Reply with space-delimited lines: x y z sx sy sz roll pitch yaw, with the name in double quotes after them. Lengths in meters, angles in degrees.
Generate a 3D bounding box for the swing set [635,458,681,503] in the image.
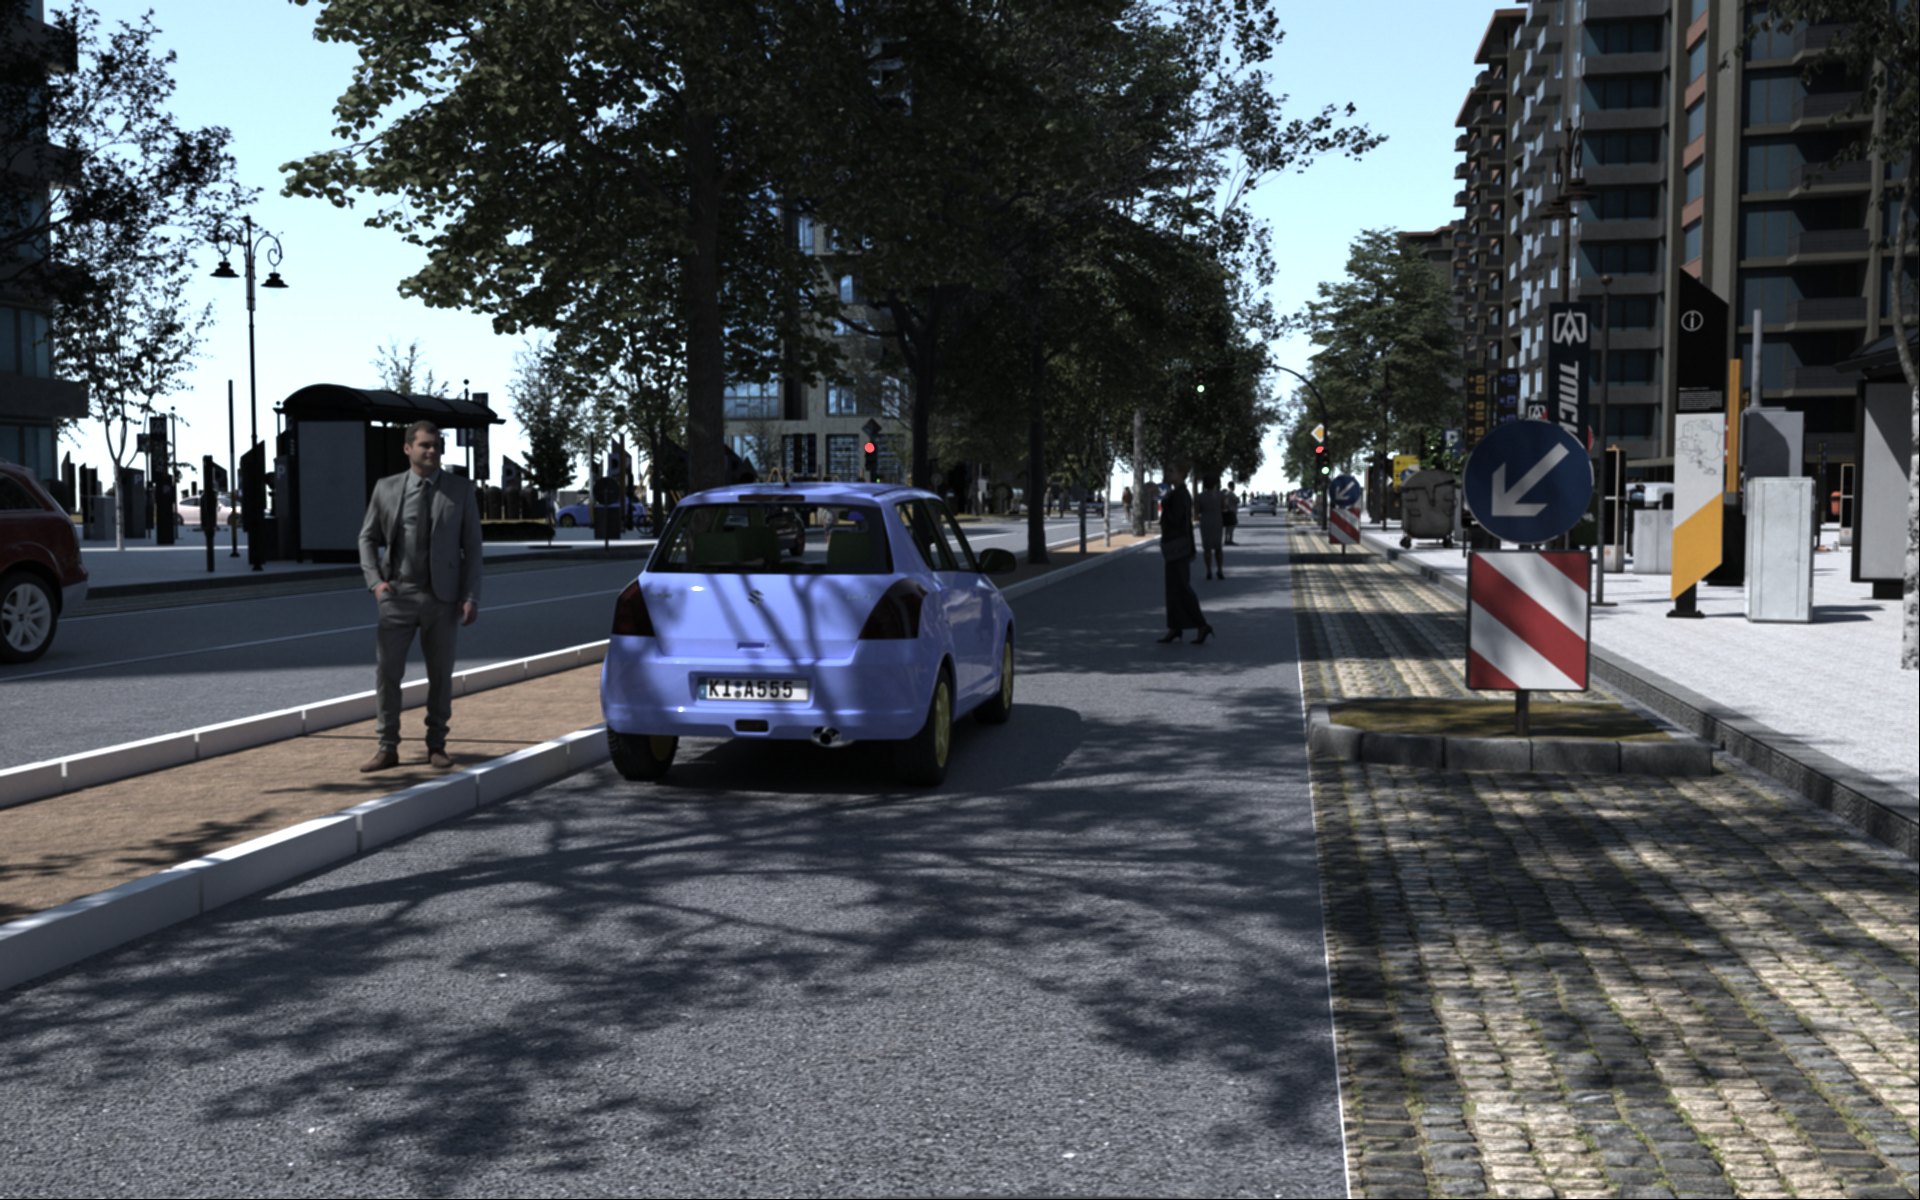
-13.392 -4.836 76.696 2.862 2.851 3.119 0 4 -4 "swing set"

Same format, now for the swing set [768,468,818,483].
-10.583 -6.554 104.776 2.862 2.851 3.119 1 4 16 "swing set"

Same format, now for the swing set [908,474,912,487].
-3.110 -9.156 147.315 3.119 2.851 2.862 1 4 16 "swing set"

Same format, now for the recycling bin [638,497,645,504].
-24.129 -7.186 130.042 0.722 1.027 0.722 3 4 37 "recycling bin"

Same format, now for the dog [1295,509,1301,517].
20.744 -5.319 106.247 0.540 0.507 0.406 2 4 30 "dog"

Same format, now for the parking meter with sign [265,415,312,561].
-13.041 -2.301 33.890 0.543 3.016 1.738 2 4 27 "parking meter with sign"

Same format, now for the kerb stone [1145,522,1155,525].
8.430 -3.339 76.873 0.120 0.150 1.000 1 4 11 "kerb stone"

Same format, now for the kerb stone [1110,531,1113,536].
4.962 -2.204 58.232 0.120 0.150 1.000 1 4 11 "kerb stone"

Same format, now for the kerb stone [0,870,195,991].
-2.746 1.028 5.428 0.120 0.150 1.000 1 4 11 "kerb stone"

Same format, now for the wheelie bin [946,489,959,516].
-0.467 -5.687 100.890 0.693 1.594 0.980 -1 4 -11 "wheelie bin"

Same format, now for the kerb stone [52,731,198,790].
-4.254 0.821 8.812 0.120 0.150 1.000 1 4 11 "kerb stone"

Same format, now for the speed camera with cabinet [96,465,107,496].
-58.834 -7.624 118.988 0.660 3.252 2.038 1 4 22 "speed camera with cabinet"

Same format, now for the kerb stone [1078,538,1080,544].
3.269 -1.649 49.165 0.120 0.150 1.000 1 4 11 "kerb stone"

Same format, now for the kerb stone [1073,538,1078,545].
3.081 -1.588 48.160 0.120 0.150 1.000 1 4 11 "kerb stone"

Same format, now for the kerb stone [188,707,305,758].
-4.060 0.759 9.816 0.120 0.150 1.000 1 4 11 "kerb stone"

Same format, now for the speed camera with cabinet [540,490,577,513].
-20.102 -5.651 86.725 0.660 3.252 2.038 2 4 30 "speed camera with cabinet"

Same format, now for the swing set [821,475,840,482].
-11.269 -8.933 143.679 2.862 2.851 3.119 3 4 37 "swing set"

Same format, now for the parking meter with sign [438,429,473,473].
-12.924 -2.956 44.599 0.543 3.016 1.738 -2 4 -33 "parking meter with sign"

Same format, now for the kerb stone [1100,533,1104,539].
4.392 -2.019 55.199 0.120 0.150 1.000 1 4 11 "kerb stone"

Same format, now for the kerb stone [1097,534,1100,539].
4.198 -1.957 54.192 0.120 0.150 1.000 1 4 11 "kerb stone"

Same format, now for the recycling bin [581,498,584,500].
-23.684 -5.991 110.505 0.722 1.027 0.722 2 4 30 "recycling bin"

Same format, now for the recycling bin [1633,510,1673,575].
11.205 -0.934 27.818 0.722 1.027 0.722 1 4 21 "recycling bin"

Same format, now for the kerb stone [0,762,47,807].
-4.441 0.881 7.794 0.120 0.150 1.000 1 4 11 "kerb stone"

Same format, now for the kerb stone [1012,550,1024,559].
1.212 -0.972 38.083 0.120 0.150 1.000 1 4 11 "kerb stone"

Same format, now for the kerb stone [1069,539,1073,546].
2.894 -1.526 47.148 0.120 0.150 1.000 1 4 11 "kerb stone"

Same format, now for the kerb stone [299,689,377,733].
-3.870 0.697 10.826 0.120 0.150 1.000 1 4 11 "kerb stone"

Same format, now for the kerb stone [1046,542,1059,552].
2.334 -1.340 44.126 0.120 0.150 1.000 1 4 11 "kerb stone"

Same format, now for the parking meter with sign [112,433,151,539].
-24.045 -3.309 50.355 1.738 3.016 0.543 3 4 36 "parking meter with sign"

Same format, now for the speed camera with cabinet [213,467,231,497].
-55.350 -8.263 129.430 0.660 3.252 2.038 1 4 20 "speed camera with cabinet"

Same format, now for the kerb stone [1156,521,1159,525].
9.004 -3.529 79.901 0.120 0.150 1.000 1 4 11 "kerb stone"

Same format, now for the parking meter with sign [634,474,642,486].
-27.939 -9.273 147.867 0.543 3.016 1.738 2 4 35 "parking meter with sign"

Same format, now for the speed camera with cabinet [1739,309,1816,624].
8.489 -1.446 17.973 0.660 3.252 2.038 1 4 22 "speed camera with cabinet"

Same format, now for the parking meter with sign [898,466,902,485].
-4.552 -6.849 108.246 1.738 3.016 0.543 1 4 12 "parking meter with sign"

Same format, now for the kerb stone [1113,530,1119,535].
5.334 -2.327 60.258 0.120 0.150 1.000 1 4 11 "kerb stone"

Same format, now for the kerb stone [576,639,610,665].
-3.123 0.449 14.860 0.120 0.150 1.000 1 4 11 "kerb stone"

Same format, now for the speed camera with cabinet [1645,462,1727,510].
17.484 -2.884 41.482 2.038 3.252 0.660 -1 4 -10 "speed camera with cabinet"

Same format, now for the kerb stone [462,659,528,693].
-3.498 0.576 12.845 0.120 0.150 1.000 1 4 11 "kerb stone"

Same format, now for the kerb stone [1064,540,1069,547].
2.706 -1.464 46.137 0.120 0.150 1.000 1 4 11 "kerb stone"

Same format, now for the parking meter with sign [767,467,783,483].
-12.307 -7.178 113.614 0.543 3.016 1.738 -3 5 -42 "parking meter with sign"

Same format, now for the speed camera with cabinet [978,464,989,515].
1.331 -6.990 108.623 0.660 3.252 2.038 1 4 13 "speed camera with cabinet"

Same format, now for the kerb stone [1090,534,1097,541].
4.017 -1.895 53.185 0.120 0.150 1.000 1 4 11 "kerb stone"

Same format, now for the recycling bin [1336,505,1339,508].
29.321 -7.464 134.586 0.722 1.027 0.722 2 4 29 "recycling bin"

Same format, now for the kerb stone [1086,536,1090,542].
3.646 -1.772 51.174 0.120 0.150 1.000 1 4 11 "kerb stone"

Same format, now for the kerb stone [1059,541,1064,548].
2.512 -1.402 45.133 0.120 0.150 1.000 1 4 11 "kerb stone"

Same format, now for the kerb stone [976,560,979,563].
0.453 -0.724 34.055 0.120 0.150 1.000 1 4 11 "kerb stone"

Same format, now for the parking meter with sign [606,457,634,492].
-16.393 -5.217 81.562 1.738 3.016 0.543 1 4 17 "parking meter with sign"

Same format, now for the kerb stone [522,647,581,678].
-3.308 0.515 13.855 0.120 0.150 1.000 1 4 11 "kerb stone"

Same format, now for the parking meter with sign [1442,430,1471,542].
13.549 -3.059 46.272 0.543 3.016 1.738 -1 4 -15 "parking meter with sign"

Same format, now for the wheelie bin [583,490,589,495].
-31.167 -8.393 145.134 0.980 1.594 0.693 -2 4 -23 "wheelie bin"

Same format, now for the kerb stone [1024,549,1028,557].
1.394 -1.033 39.089 0.120 0.150 1.000 1 4 11 "kerb stone"

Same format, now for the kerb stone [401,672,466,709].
-3.682 0.633 11.839 0.120 0.150 1.000 1 4 11 "kerb stone"

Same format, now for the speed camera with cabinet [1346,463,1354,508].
24.627 -7.063 109.818 0.660 3.252 2.038 1 4 18 "speed camera with cabinet"

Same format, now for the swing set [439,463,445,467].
-26.744 -5.401 85.922 2.862 2.851 3.119 2 4 27 "swing set"
